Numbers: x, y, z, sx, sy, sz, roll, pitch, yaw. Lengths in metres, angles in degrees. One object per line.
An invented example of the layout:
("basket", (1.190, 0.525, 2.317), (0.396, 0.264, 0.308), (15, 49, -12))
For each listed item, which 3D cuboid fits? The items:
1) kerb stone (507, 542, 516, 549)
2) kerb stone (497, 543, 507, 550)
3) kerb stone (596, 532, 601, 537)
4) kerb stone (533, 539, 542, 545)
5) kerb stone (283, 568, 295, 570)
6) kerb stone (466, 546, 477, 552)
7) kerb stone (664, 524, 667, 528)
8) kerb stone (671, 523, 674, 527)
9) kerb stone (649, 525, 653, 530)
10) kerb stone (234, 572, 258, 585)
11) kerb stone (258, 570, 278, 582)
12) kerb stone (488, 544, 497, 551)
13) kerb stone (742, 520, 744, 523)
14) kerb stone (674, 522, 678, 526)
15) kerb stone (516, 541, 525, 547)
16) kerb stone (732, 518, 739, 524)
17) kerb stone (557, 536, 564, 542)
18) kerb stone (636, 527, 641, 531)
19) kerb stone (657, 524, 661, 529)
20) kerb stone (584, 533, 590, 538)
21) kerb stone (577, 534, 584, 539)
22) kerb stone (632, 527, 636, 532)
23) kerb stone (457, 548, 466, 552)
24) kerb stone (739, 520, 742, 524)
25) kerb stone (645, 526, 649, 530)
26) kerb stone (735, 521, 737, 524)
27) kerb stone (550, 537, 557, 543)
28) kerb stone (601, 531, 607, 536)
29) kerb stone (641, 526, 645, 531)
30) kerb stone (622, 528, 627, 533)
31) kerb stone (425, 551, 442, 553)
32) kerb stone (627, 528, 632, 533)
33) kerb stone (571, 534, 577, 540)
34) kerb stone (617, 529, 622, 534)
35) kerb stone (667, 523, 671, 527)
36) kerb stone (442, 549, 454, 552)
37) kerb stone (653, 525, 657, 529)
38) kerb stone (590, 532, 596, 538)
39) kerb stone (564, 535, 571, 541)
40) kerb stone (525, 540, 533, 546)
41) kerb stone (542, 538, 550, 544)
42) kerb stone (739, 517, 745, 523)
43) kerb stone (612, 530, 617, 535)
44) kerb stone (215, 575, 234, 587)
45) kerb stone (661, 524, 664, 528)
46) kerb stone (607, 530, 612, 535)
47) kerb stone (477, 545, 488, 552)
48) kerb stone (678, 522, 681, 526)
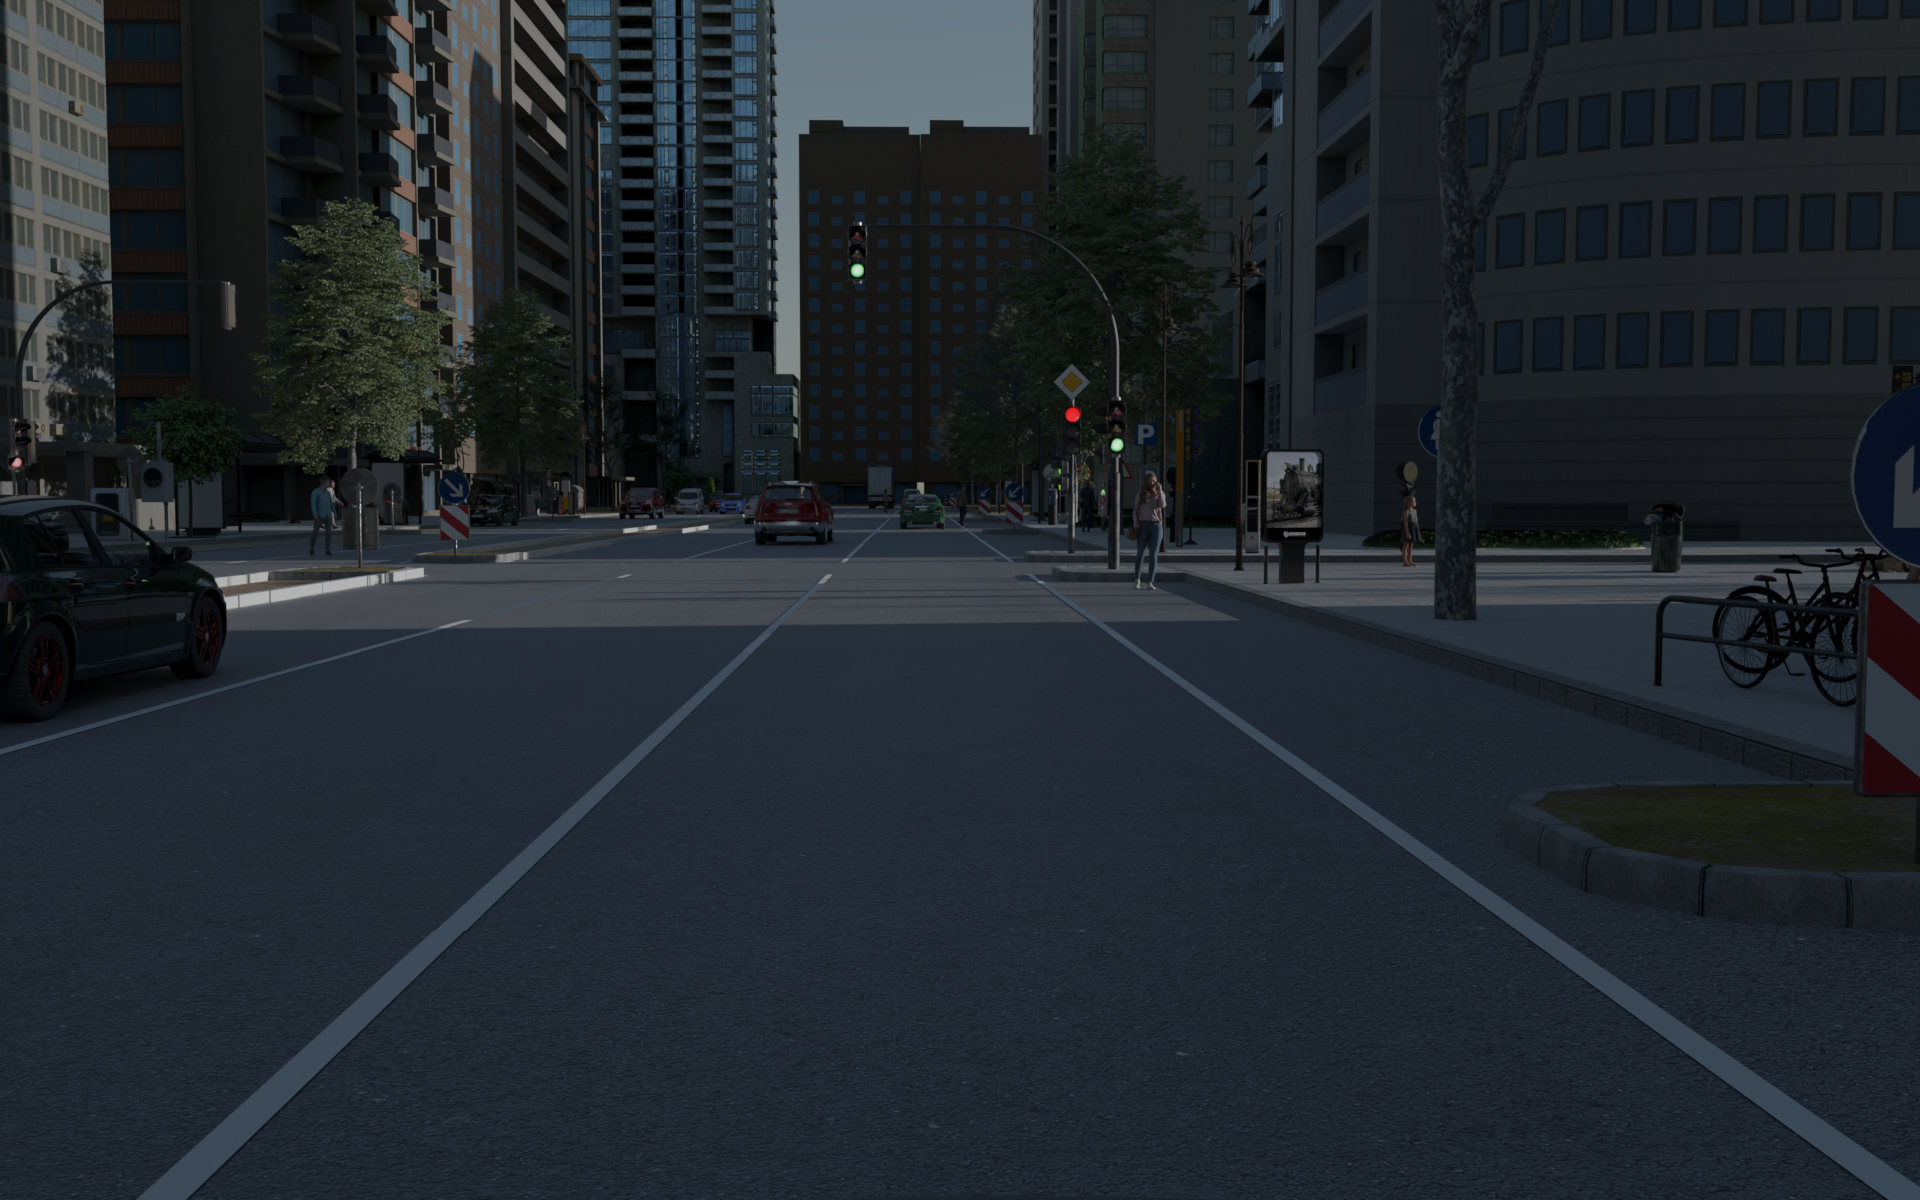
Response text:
("kerb stone", (-11.879, -1.419, 45.404), (0.120, 0.150, 1.000), (0, 4, -1))
("kerb stone", (-11.844, -1.357, 44.382), (0.120, 0.150, 1.000), (0, 4, -1))
("kerb stone", (-12.186, -2.173, 57.722), (0.120, 0.150, 1.000), (0, 4, -1))
("kerb stone", (-11.955, -1.607, 48.486), (0.120, 0.150, 1.000), (0, 4, -1))
("kerb stone", (-11.464, -0.446, 29.500), (0.120, 0.150, 1.000), (0, 4, -1))
("kerb stone", (-11.770, -1.167, 41.305), (0.120, 0.150, 1.000), (0, 4, -1))
("kerb stone", (-12.588, -3.114, 73.114), (0.120, 0.150, 1.000), (0, 4, -1))
("kerb stone", (-12.644, -3.237, 75.172), (0.120, 0.150, 1.000), (0, 4, -1))
("kerb stone", (-12.473, -2.864, 69.018), (0.120, 0.150, 1.000), (0, 4, -1))
("kerb stone", (-11.415, -0.318, 27.455), (0.120, 0.150, 1.000), (0, 4, -1))
("kerb stone", (-11.443, -0.384, 28.478), (0.120, 0.150, 1.000), (0, 4, -1))
("kerb stone", (-11.826, -1.293, 43.360), (0.120, 0.150, 1.000), (0, 4, -1))
("kerb stone", (-10.772, -3.796, 84.392), (0.120, 0.150, 1.000), (0, 4, -1))
("kerb stone", (-12.661, -3.303, 76.204), (0.120, 0.150, 1.000), (0, 4, -1))
("kerb stone", (-11.904, -1.482, 46.426), (0.120, 0.150, 1.000), (0, 4, -1))
("kerb stone", (-10.720, -3.678, 82.337), (0.120, 0.150, 1.000), (0, 4, -1))
("kerb stone", (-12.037, -1.795, 51.568), (0.120, 0.150, 1.000), (0, 4, -1))
("kerb stone", (-12.398, -2.676, 65.942), (0.120, 0.150, 1.000), (0, 4, -1))
("kerb stone", (-12.526, -2.989, 71.066), (0.120, 0.150, 1.000), (0, 4, -1))
("kerb stone", (-12.135, -2.042, 55.674), (0.120, 0.150, 1.000), (0, 4, -1))
("kerb stone", (-12.113, -1.985, 54.643), (0.120, 0.150, 1.000), (0, 4, -1))
("kerb stone", (-12.376, -2.613, 64.920), (0.120, 0.150, 1.000), (0, 4, -1))
("kerb stone", (-11.745, -1.106, 40.283), (0.120, 0.150, 1.000), (0, 4, -1))
("kerb stone", (-10.745, -3.741, 83.360), (0.120, 0.150, 1.000), (0, 4, -1))
("kerb stone", (-12.452, -2.801, 67.991), (0.120, 0.150, 1.000), (0, 4, -1))
("kerb stone", (-10.689, -3.610, 81.310), (0.120, 0.150, 1.000), (0, 4, -1))
("kerb stone", (-11.996, -1.733, 50.544), (0.120, 0.150, 1.000), (0, 4, -1))
("kerb stone", (-12.217, -2.236, 58.755), (0.120, 0.150, 1.000), (0, 4, -1))
("kerb stone", (-12.425, -2.738, 66.968), (0.120, 0.150, 1.000), (0, 4, -1))
("kerb stone", (-12.332, -2.487, 62.861), (0.120, 0.150, 1.000), (0, 4, -1))
("kerb stone", (-11.682, -0.981, 38.239), (0.120, 0.150, 1.000), (0, 4, -1))
("kerb stone", (-12.347, -2.550, 63.888), (0.120, 0.150, 1.000), (0, 4, -1))
("kerb stone", (-12.091, -1.921, 53.621), (0.120, 0.150, 1.000), (0, 4, -1))
("kerb stone", (-12.290, -2.424, 61.840), (0.120, 0.150, 1.000), (0, 4, -1))
("kerb stone", (-12.604, -3.177, 74.144), (0.120, 0.150, 1.000), (0, 4, -1))
("kerb stone", (-11.721, -1.042, 39.261), (0.120, 0.150, 1.000), (0, 4, -1))
("kerb stone", (-12.507, -2.927, 70.044), (0.120, 0.150, 1.000), (0, 4, -1))
("kerb stone", (-12.159, -2.110, 56.700), (0.120, 0.150, 1.000), (0, 4, -1))
("kerb stone", (-12.060, -1.860, 52.599), (0.120, 0.150, 1.000), (0, 4, -1))
("kerb stone", (-11.930, -1.543, 47.465), (0.120, 0.150, 1.000), (0, 4, -1))
("kerb stone", (-11.974, -1.671, 49.522), (0.120, 0.150, 1.000), (0, 4, -1))
("kerb stone", (-10.797, -3.867, 85.414), (0.120, 0.150, 1.000), (0, 4, -1))
("kerb stone", (-12.266, -2.362, 60.817), (0.120, 0.150, 1.000), (0, 4, -1))
("kerb stone", (-11.383, -0.259, 26.431), (0.120, 0.150, 1.000), (0, 4, -1))
("kerb stone", (-12.559, -3.050, 72.088), (0.120, 0.150, 1.000), (0, 4, -1))
("kerb stone", (-12.243, -2.296, 59.783), (0.120, 0.150, 1.000), (0, 4, -1))
("kerb stone", (-11.792, -1.232, 42.338), (0.120, 0.150, 1.000), (0, 4, -1))
("kerb stone", (-12.682, -3.366, 77.226), (0.120, 0.150, 1.000), (0, 4, -1))
